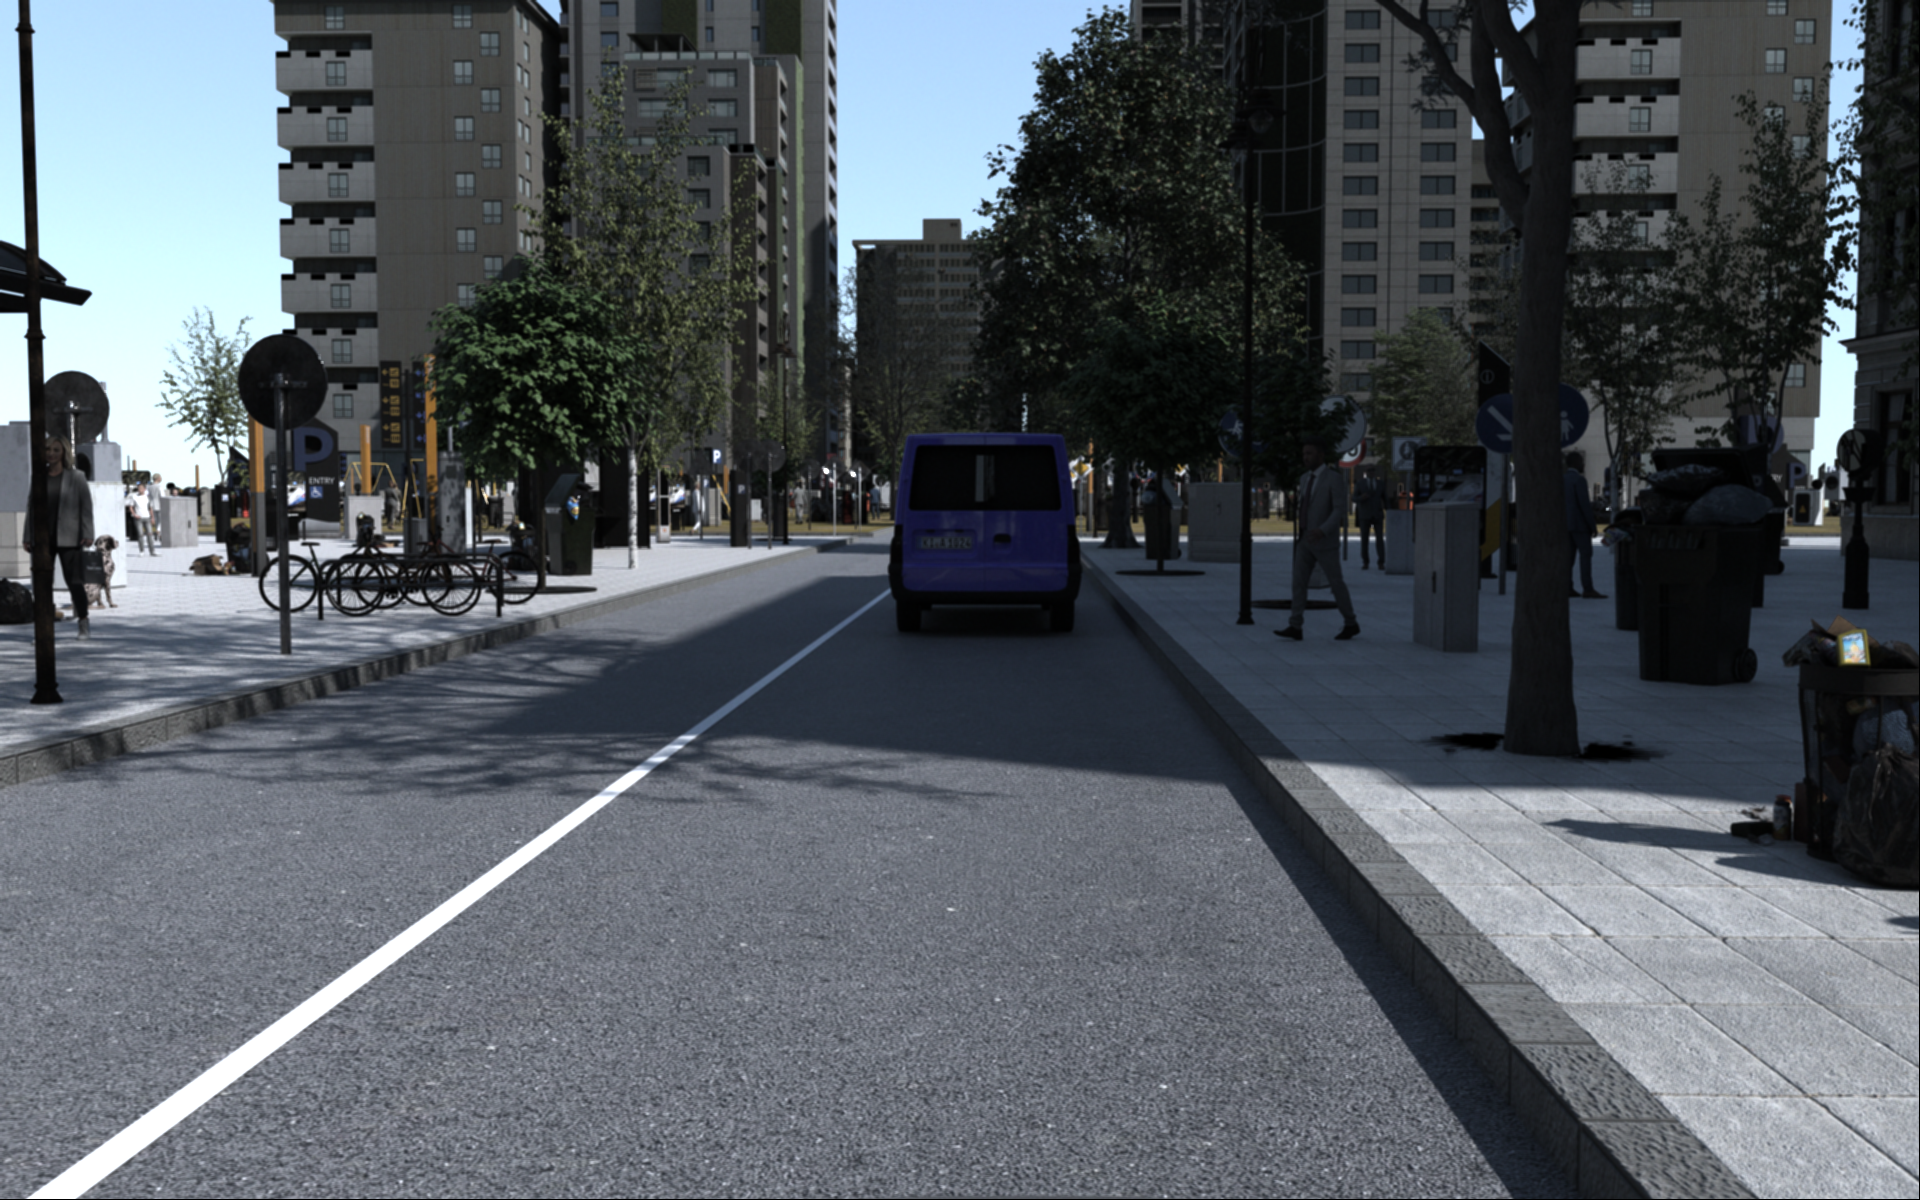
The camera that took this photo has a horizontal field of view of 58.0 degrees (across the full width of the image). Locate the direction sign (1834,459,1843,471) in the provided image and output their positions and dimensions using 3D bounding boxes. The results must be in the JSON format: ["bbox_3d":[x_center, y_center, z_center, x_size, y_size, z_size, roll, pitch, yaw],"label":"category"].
[{"bbox_3d":[56.645,-7.296,111.293,0.876,3.537,0.379,1,4,21],"label":"direction sign"}]

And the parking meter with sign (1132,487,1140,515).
[{"bbox_3d":[10.600,-6.639,104.816,0.543,3.016,1.738,-3,4,-36],"label":"parking meter with sign"}]

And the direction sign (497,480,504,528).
[{"bbox_3d":[-17.667,-4.549,66.368,0.876,3.537,0.379,2,4,28],"label":"direction sign"}]

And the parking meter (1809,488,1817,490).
[{"bbox_3d":[37.575,-4.153,76.305,0.372,1.533,0.369,0,3,0],"label":"parking meter"}]

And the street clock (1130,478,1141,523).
[{"bbox_3d":[7.751,-4.400,76.514,0.358,2.002,0.471,-3,4,-37],"label":"street clock"}]

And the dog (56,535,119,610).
[{"bbox_3d":[-9.844,-0.308,19.411,0.800,0.831,0.513,-2,4,-31],"label":"dog"}]

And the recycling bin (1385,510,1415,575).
[{"bbox_3d":[7.235,-0.928,27.719,0.722,1.027,0.722,2,4,26],"label":"recycling bin"}]

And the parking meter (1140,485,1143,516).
[{"bbox_3d":[10.808,-5.896,102.110,0.255,1.863,0.399,3,5,42],"label":"parking meter"}]

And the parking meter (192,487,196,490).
[{"bbox_3d":[-57.633,-7.624,130.355,0.399,1.863,0.255,-2,4,-28],"label":"parking meter"}]

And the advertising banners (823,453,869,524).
[{"bbox_3d":[-4.818,-4.777,74.287,2.074,3.025,0.090,-2,4,-33],"label":"advertising banners"}]

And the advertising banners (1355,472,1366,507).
[{"bbox_3d":[26.092,-7.123,112.648,0.090,3.025,2.074,2,4,32],"label":"advertising banners"}]

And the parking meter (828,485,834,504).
[{"bbox_3d":[-7.206,-5.592,97.140,0.255,1.863,0.399,2,4,24],"label":"parking meter"}]

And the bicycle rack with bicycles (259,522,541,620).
[{"bbox_3d":[-6.061,-0.330,18.778,2.925,0.926,2.852,-1,4,-13],"label":"bicycle rack with bicycles"}]

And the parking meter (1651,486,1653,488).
[{"bbox_3d":[11.026,-1.146,27.153,0.372,1.533,0.369,0,3,0],"label":"parking meter"}]

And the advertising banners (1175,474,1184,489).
[{"bbox_3d":[11.225,-5.314,83.069,2.074,3.025,0.090,1,4,15],"label":"advertising banners"}]

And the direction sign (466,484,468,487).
[{"bbox_3d":[-32.236,-7.416,113.249,0.379,3.537,0.876,-1,4,-19],"label":"direction sign"}]

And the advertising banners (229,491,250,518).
[{"bbox_3d":[-38.323,-5.906,92.744,0.090,3.025,2.074,2,4,29],"label":"advertising banners"}]

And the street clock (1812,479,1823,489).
[{"bbox_3d":[42.184,-4.935,85.256,0.358,2.002,0.471,-3,5,-42],"label":"street clock"}]

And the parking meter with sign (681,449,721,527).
[{"bbox_3d":[-10.243,-4.399,68.187,1.738,3.016,0.543,2,4,31],"label":"parking meter with sign"}]

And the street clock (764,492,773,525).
[{"bbox_3d":[-8.015,-4.156,72.516,0.471,2.002,0.358,-2,4,-30],"label":"street clock"}]

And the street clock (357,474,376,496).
[{"bbox_3d":[-20.851,-3.459,61.122,0.358,2.002,0.471,3,4,38],"label":"street clock"}]

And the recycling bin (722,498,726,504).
[{"bbox_3d":[-16.522,-6.516,119.095,0.722,1.027,0.722,-1,4,-19],"label":"recycling bin"}]

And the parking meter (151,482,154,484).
[{"bbox_3d":[-40.394,-4.931,86.339,0.399,1.863,0.255,-3,4,-36],"label":"parking meter"}]

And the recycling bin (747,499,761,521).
[{"bbox_3d":[-9.870,-4.265,82.286,0.722,1.027,0.722,-1,4,-16],"label":"recycling bin"}]

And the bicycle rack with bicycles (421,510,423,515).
[{"bbox_3d":[-28.850,-4.898,93.462,2.852,0.926,2.925,1,4,9],"label":"bicycle rack with bicycles"}]

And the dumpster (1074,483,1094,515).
[{"bbox_3d":[6.201,-5.015,87.748,1.264,1.857,1.865,0,4,2],"label":"dumpster"}]

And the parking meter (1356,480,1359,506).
[{"bbox_3d":[16.816,-4.099,72.737,0.255,1.863,0.399,0,4,-4],"label":"parking meter"}]

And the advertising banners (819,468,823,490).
[{"bbox_3d":[-9.755,-7.234,114.469,2.074,3.025,0.090,2,4,24],"label":"advertising banners"}]

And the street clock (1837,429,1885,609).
[{"bbox_3d":[10.018,-0.902,19.314,0.358,2.002,0.471,-1,4,-14],"label":"street clock"}]

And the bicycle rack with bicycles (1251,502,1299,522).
[{"bbox_3d":[16.264,-4.348,84.468,2.852,0.926,2.925,-1,4,-19],"label":"bicycle rack with bicycles"}]

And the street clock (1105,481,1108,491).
[{"bbox_3d":[8.000,-5.622,96.494,0.358,2.002,0.471,-3,4,-38],"label":"street clock"}]

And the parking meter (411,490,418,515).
[{"bbox_3d":[-31.854,-5.670,101.114,0.372,1.533,0.369,0,3,0],"label":"parking meter"}]

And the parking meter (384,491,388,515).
[{"bbox_3d":[-31.708,-5.358,96.022,0.372,1.533,0.369,0,3,0],"label":"parking meter"}]

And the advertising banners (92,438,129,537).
[{"bbox_3d":[-24.911,-3.341,50.806,0.090,3.025,2.074,1,4,17],"label":"advertising banners"}]

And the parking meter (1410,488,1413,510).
[{"bbox_3d":[19.586,-4.053,74.672,0.372,1.533,0.369,0,3,0],"label":"parking meter"}]

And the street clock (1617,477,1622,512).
[{"bbox_3d":[27.197,-4.101,71.615,0.471,2.002,0.358,1,4,11],"label":"street clock"}]

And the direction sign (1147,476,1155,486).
[{"bbox_3d":[10.409,-6.379,96.297,0.876,3.537,0.379,1,4,22],"label":"direction sign"}]

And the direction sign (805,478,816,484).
[{"bbox_3d":[-11.318,-8.525,131.381,0.876,3.537,0.379,1,4,20],"label":"direction sign"}]

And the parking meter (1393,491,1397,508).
[{"bbox_3d":[33.011,-7.507,131.150,0.372,1.533,0.369,0,3,0],"label":"parking meter"}]

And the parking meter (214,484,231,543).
[{"bbox_3d":[-19.352,-2.267,45.470,0.372,1.533,0.369,0,3,0],"label":"parking meter"}]

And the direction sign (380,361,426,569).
[{"bbox_3d":[-9.413,-2.299,29.578,0.876,3.537,0.379,-1,4,-14],"label":"direction sign"}]

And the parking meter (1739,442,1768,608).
[{"bbox_3d":[8.898,-0.851,19.624,0.399,1.863,0.255,-2,4,-23],"label":"parking meter"}]

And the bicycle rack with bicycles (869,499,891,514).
[{"bbox_3d":[-5.695,-6.176,114.359,2.925,0.926,2.852,1,4,10],"label":"bicycle rack with bicycles"}]

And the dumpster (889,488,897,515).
[{"bbox_3d":[-3.766,-6.246,107.885,1.264,1.857,1.865,0,4,2],"label":"dumpster"}]

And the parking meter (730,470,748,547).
[{"bbox_3d":[-5.346,-2.215,41.926,0.399,1.863,0.255,-3,5,-40],"label":"parking meter"}]

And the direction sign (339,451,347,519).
[{"bbox_3d":[-32.568,-6.039,90.742,0.876,3.537,0.379,-1,4,-10],"label":"direction sign"}]

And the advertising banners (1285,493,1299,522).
[{"bbox_3d":[16.120,-5.156,80.481,2.074,3.025,0.090,0,4,-6],"label":"advertising banners"}]

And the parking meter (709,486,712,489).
[{"bbox_3d":[-19.155,-7.782,132.943,0.255,1.863,0.399,0,4,1],"label":"parking meter"}]

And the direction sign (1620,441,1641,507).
[{"bbox_3d":[28.673,-5.024,74.132,0.876,3.537,0.379,3,5,40],"label":"direction sign"}]

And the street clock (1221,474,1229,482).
[{"bbox_3d":[9.347,-3.459,61.117,0.358,2.002,0.471,0,4,2],"label":"street clock"}]

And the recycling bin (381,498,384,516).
[{"bbox_3d":[-34.775,-5.539,103.117,0.722,1.027,0.722,-3,4,-36],"label":"recycling bin"}]

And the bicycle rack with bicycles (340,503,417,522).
[{"bbox_3d":[-24.182,-3.494,70.512,2.925,0.926,2.852,1,4,19],"label":"bicycle rack with bicycles"}]

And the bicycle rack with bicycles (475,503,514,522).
[{"bbox_3d":[-17.279,-2.990,62.265,2.852,0.926,2.925,-2,4,-31],"label":"bicycle rack with bicycles"}]

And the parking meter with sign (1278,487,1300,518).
[{"bbox_3d":[18.062,-5.967,93.824,1.738,3.016,0.543,0,4,-7],"label":"parking meter with sign"}]

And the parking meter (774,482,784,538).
[{"bbox_3d":[-5.323,-2.770,51.003,0.255,1.863,0.399,-2,4,-32],"label":"parking meter"}]

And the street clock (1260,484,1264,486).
[{"bbox_3d":[21.475,-7.246,123.038,0.358,2.002,0.471,0,4,-1],"label":"street clock"}]

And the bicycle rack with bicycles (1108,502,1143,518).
[{"bbox_3d":[9.259,-4.887,93.282,2.925,0.926,2.852,-1,4,-19],"label":"bicycle rack with bicycles"}]
